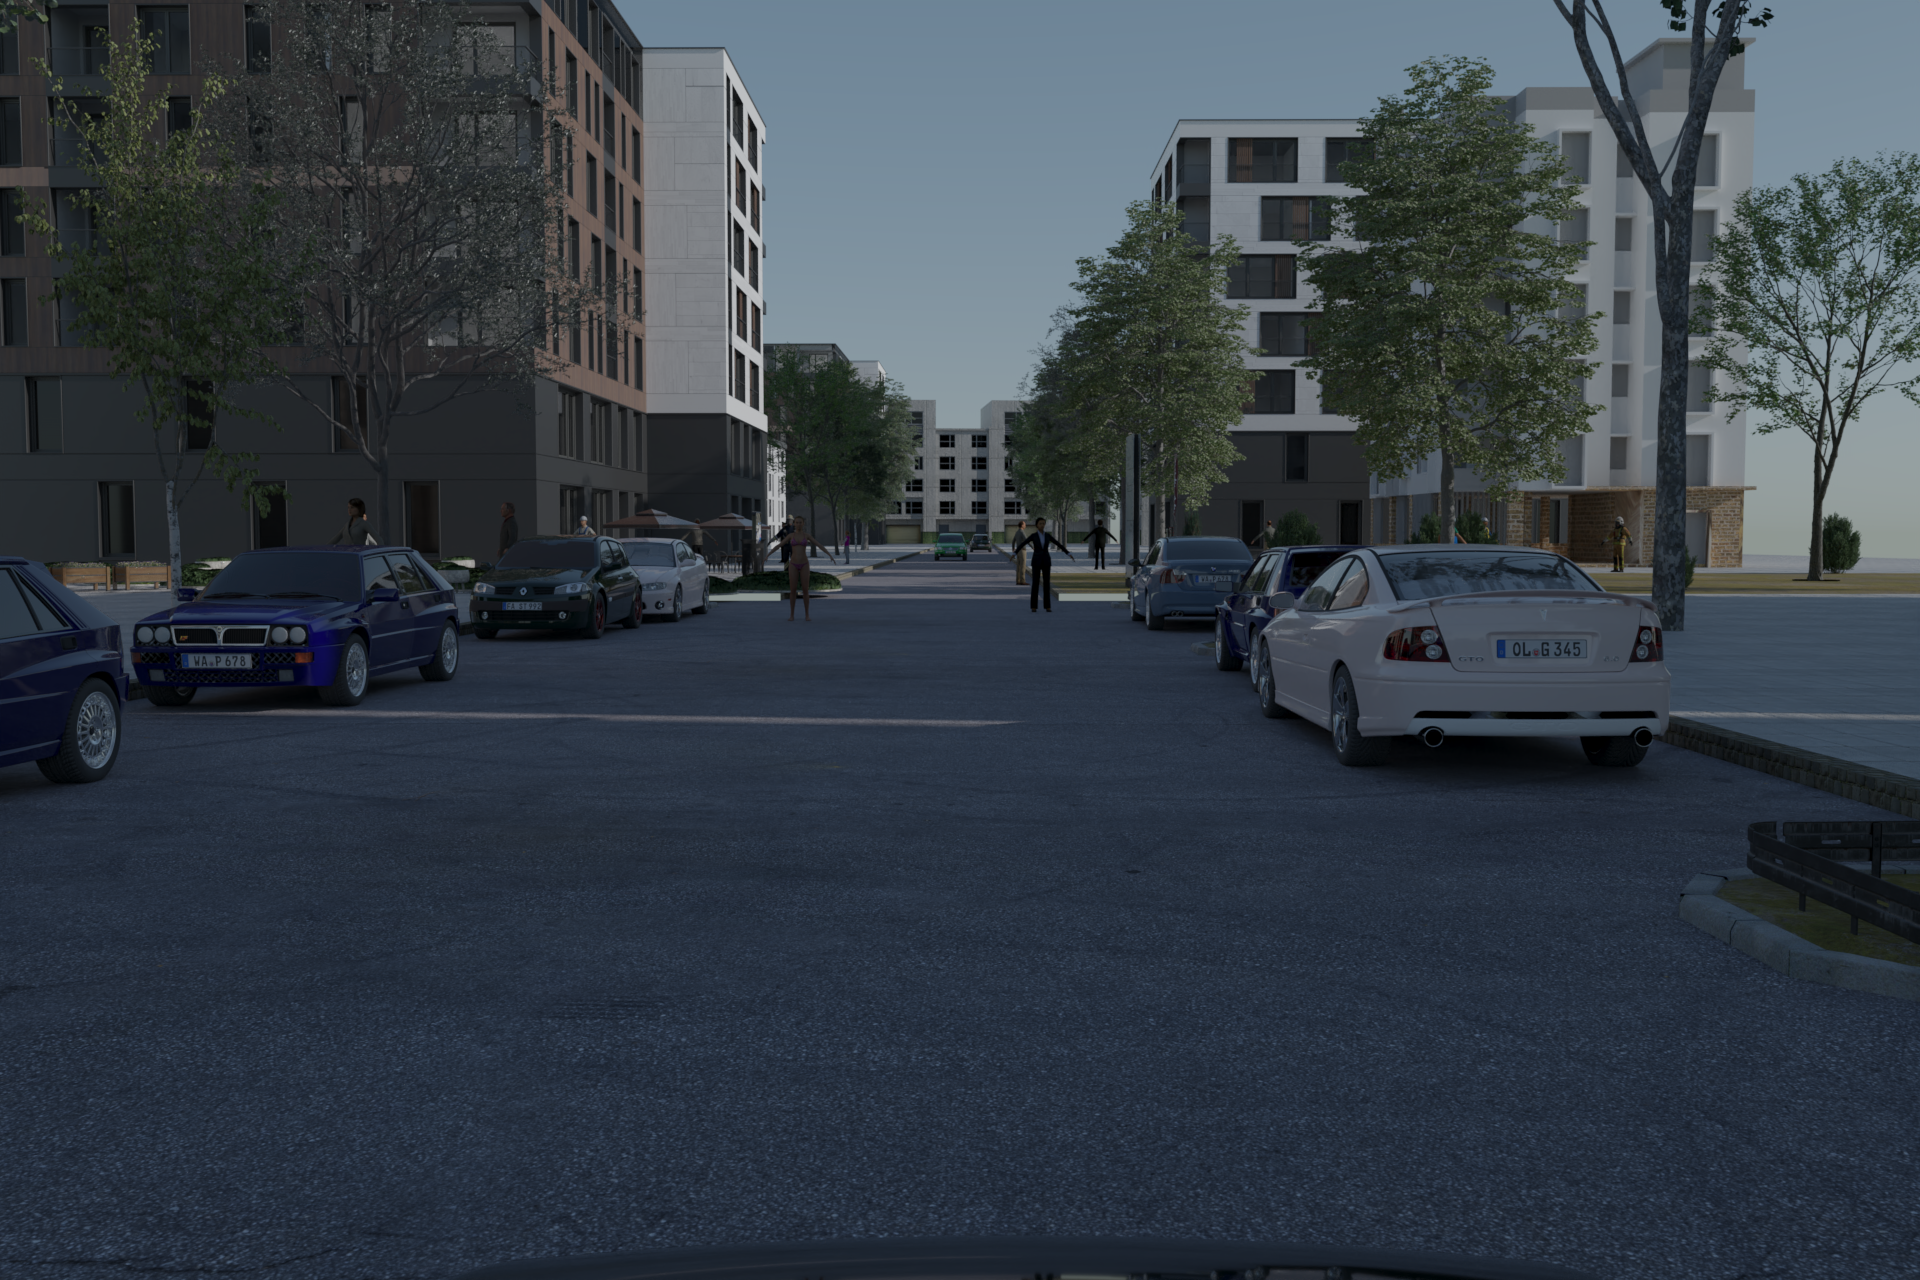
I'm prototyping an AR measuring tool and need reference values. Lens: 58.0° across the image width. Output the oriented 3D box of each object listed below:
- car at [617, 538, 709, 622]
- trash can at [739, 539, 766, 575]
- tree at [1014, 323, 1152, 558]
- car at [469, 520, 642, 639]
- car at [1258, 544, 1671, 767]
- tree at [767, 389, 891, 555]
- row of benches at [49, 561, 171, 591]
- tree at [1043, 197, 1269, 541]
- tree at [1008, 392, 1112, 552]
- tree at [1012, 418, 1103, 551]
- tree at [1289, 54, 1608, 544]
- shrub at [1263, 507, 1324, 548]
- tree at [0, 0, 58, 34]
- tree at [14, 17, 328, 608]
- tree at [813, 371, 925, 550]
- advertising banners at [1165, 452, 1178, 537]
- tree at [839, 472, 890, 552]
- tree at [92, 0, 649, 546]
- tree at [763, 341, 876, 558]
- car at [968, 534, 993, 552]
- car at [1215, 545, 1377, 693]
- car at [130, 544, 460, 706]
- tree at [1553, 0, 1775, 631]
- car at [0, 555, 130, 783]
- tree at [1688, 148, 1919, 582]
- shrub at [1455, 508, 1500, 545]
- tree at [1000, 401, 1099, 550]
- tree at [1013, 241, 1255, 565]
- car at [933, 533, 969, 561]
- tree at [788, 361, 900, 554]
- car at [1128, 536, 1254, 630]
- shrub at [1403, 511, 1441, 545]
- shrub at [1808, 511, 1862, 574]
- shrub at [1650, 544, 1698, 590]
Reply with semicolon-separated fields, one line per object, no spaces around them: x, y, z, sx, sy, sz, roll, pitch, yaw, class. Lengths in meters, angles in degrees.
-5.475;-1.061;29.706;2.083;1.381;4.827;0;4;1;car
-5.755;-2.232;48.149;0.748;1.137;0.748;0;3;0;trash can
6.610;-10.615;91.688;7.486;12.596;7.792;0;3;0;tree
-5.745;-0.925;24.913;2.009;1.686;4.222;0;4;1;car
3.283;0.019;12.054;2.083;1.381;4.827;0;4;0;car
-7.614;-10.377;104.069;7.601;10.594;8.767;3;5;42;tree
-19.651;-1.429;38.827;1.422;0.672;4.104;3;4;36;row of benches
6.752;-8.645;59.469;7.486;12.596;7.792;0;3;0;tree
7.349;-12.070;123.107;9.928;11.665;9.643;0;3;0;tree
7.644;-12.647;132.529;9.928;11.665;9.643;0;3;0;tree
11.502;-7.584;42.119;7.486;12.596;7.792;0;3;0;tree
9.765;-2.856;50.742;1.661;2.075;1.752;0;3;0;shrub
-11.755;-6.476;12.540;9.857;13.997;8.962;0;3;0;tree
-11.508;-4.582;25.282;4.737;8.622;4.395;0;3;0;tree
-7.593;-14.065;136.618;9.857;13.997;8.962;0;3;0;tree
4.655;-2.567;38.163;0.090;3.025;2.074;0;4;1;advertising banners
-7.347;-10.599;123.653;4.737;8.622;4.395;0;3;0;tree
-12.022;-7.656;35.543;12.009;13.543;11.850;0;3;0;tree
-8.168;-10.319;94.475;9.928;11.665;9.643;0;3;0;tree
1.633;-7.752;136.525;2.009;1.686;4.222;0;4;0;car
3.538;-0.269;16.978;1.945;1.354;3.894;0;4;1;car
-5.855;-0.187;15.637;1.945;1.354;3.894;0;4;1;car
8.709;-10.268;23.774;12.611;20.169;13.585;0;3;0;tree
-5.842;0.237;8.714;1.945;1.354;3.894;0;4;0;car
23.508;-7.407;46.863;9.928;11.665;9.643;0;3;0;tree
14.402;-2.720;48.884;1.690;2.028;1.600;0;3;0;shrub
7.850;-14.509;143.883;9.857;13.997;8.962;0;3;0;tree
6.956;-9.887;72.018;12.009;13.543;11.850;0;3;0;tree
-0.491;-5.213;94.021;1.959;1.807;4.718;0;4;0;car
-7.689;-12.007;114.439;7.486;12.596;7.792;0;3;0;tree
3.672;-0.921;27.063;2.014;1.417;4.499;0;4;1;car
14.558;-2.999;53.449;1.690;2.028;1.600;0;3;0;shrub
28.375;-3.164;56.153;1.690;2.028;1.600;0;3;0;shrub
16.171;-1.720;39.247;1.383;1.207;1.383;0;3;0;shrub
